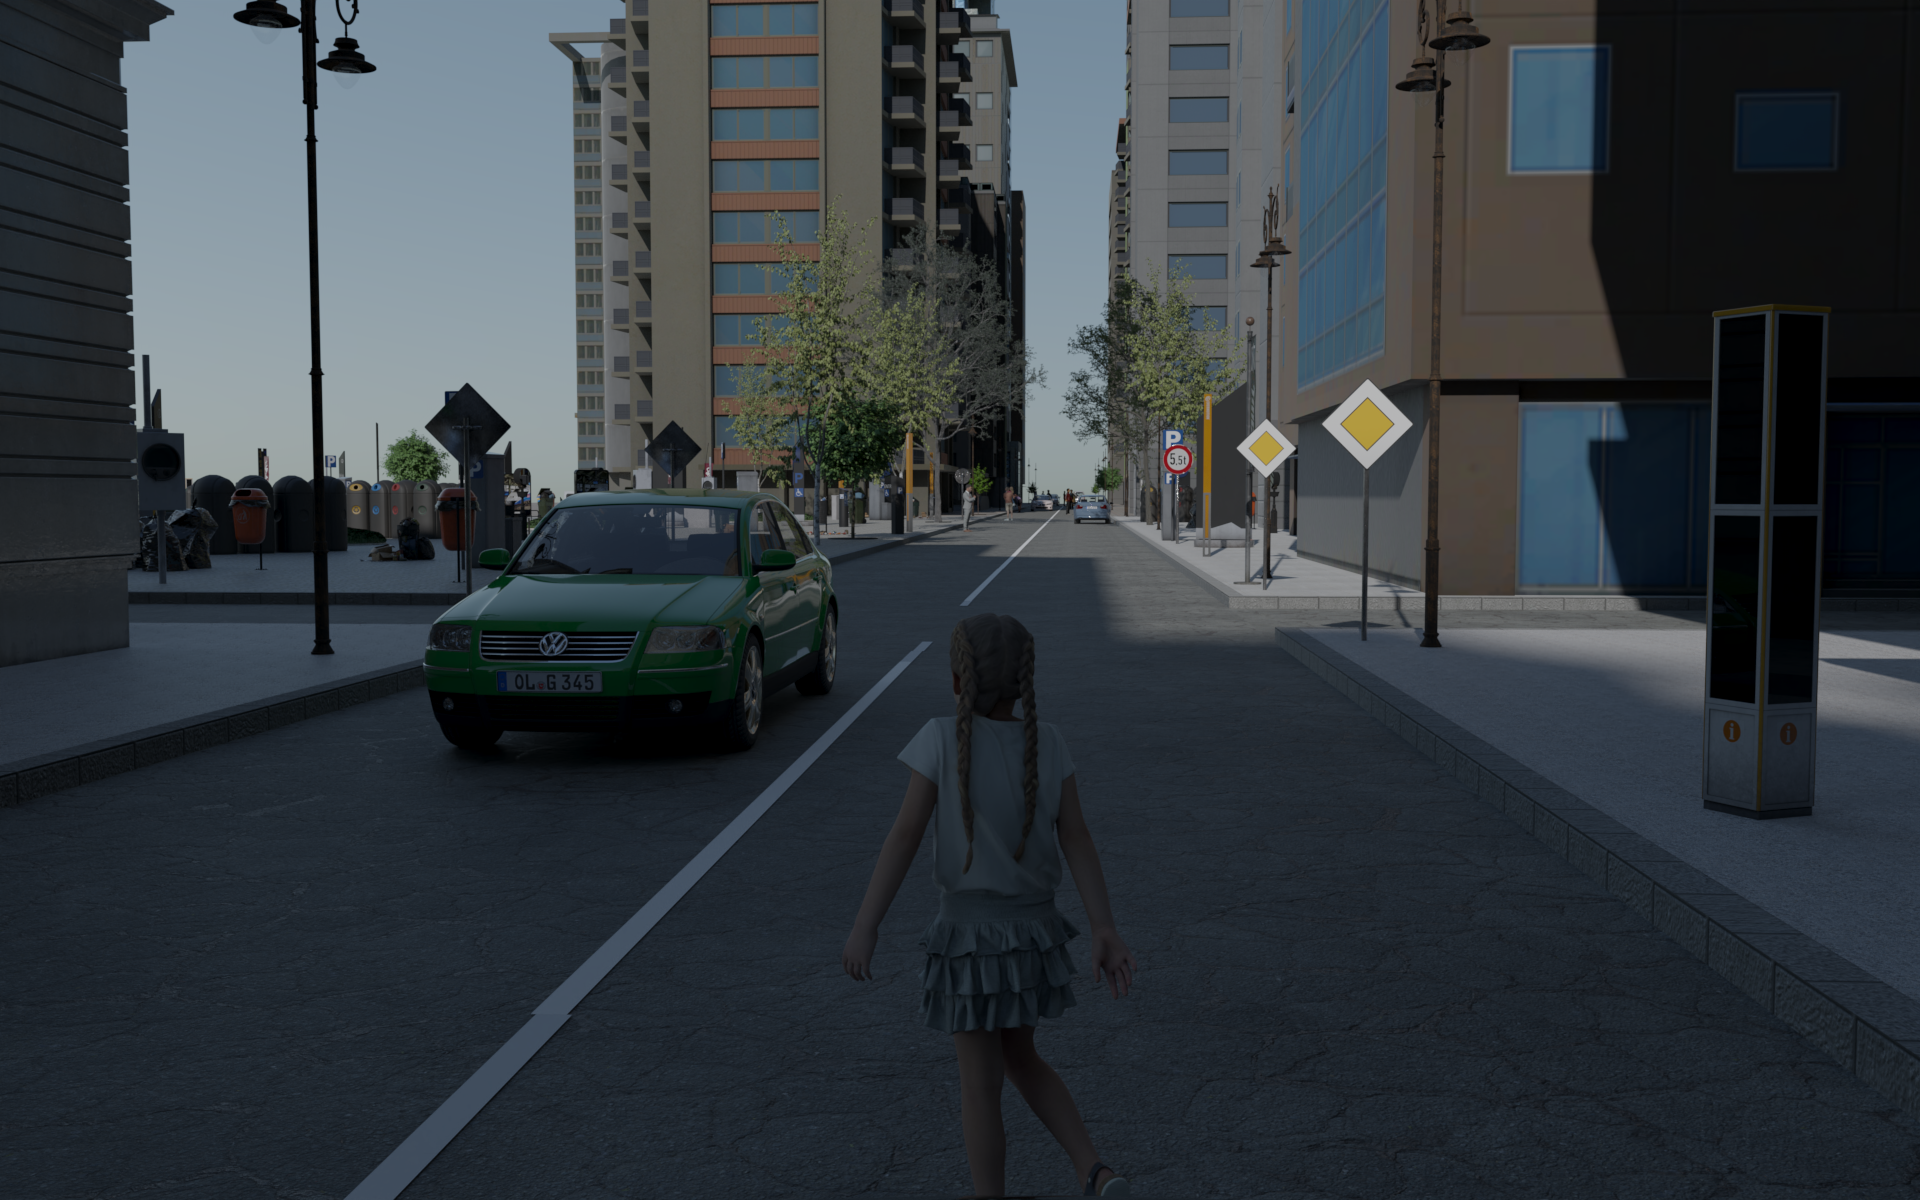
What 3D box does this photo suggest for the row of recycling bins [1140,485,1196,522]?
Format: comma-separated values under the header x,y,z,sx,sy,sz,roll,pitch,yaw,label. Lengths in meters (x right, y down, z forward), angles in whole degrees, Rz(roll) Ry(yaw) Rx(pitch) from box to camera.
x,y,z,sx,sy,sz,roll,pitch,yaw,label
9.778,-4.383,78.779,3.534,1.692,1.069,3,4,36,row of recycling bins

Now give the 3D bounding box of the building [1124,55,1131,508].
x,y,z,sx,sy,sz,roll,pitch,yaw,label
22.709,-29.424,164.672,14.154,41.232,14.086,0,4,4,building

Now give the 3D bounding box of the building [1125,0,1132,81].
x,y,z,sx,sy,sz,roll,pitch,yaw,label
24.734,-29.837,142.455,22.147,44.769,28.867,0,4,4,building

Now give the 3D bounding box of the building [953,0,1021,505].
x,y,z,sx,sy,sz,roll,pitch,yaw,label
-2.964,-55.810,225.170,22.319,86.520,31.000,0,4,4,building

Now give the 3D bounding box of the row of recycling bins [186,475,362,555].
x,y,z,sx,sy,sz,roll,pitch,yaw,label
-15.000,-1.880,37.844,1.069,1.692,3.534,3,4,36,row of recycling bins

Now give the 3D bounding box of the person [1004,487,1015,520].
x,y,z,sx,sy,sz,roll,pitch,yaw,label
2.714,-5.245,94.236,0.573,1.828,0.580,3,4,38,person

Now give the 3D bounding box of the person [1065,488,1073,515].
x,y,z,sx,sy,sz,roll,pitch,yaw,label
7.509,-6.803,119.699,0.705,1.831,1.348,2,4,25,person

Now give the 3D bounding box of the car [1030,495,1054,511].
x,y,z,sx,sy,sz,roll,pitch,yaw,label
6.915,-8.207,146.546,2.083,1.381,4.827,0,4,3,car

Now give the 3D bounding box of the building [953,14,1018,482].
x,y,z,sx,sy,sz,roll,pitch,yaw,label
-8.205,-37.179,197.116,28.713,52.752,27.495,0,4,4,building

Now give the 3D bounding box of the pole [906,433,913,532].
x,y,z,sx,sy,sz,roll,pitch,yaw,label
-1.697,-3.933,58.143,0.158,3.312,0.155,0,3,0,pole

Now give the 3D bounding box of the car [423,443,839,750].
x,y,z,sx,sy,sz,roll,pitch,yaw,label
-1.911,-0.144,11.145,1.959,1.807,4.718,0,4,5,car

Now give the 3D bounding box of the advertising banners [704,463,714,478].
x,y,z,sx,sy,sz,roll,pitch,yaw,label
-14.859,-6.191,97.413,2.074,3.025,0.090,0,4,7,advertising banners

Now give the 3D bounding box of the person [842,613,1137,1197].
x,y,z,sx,sy,sz,roll,pitch,yaw,label
0.051,0.633,3.161,0.505,1.210,0.382,-2,4,-24,person

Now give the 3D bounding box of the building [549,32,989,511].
x,y,z,sx,sy,sz,roll,pitch,yaw,label
-14.042,-27.443,140.582,32.217,40.220,23.993,0,4,4,building

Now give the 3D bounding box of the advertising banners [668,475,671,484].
x,y,z,sx,sy,sz,roll,pitch,yaw,label
-8.111,-3.126,47.297,0.090,3.025,2.074,-2,4,-24,advertising banners

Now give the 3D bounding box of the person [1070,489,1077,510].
x,y,z,sx,sy,sz,roll,pitch,yaw,label
10.280,-9.298,160.153,1.348,1.869,0.705,3,4,36,person

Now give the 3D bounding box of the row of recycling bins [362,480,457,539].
x,y,z,sx,sy,sz,roll,pitch,yaw,label
-16.399,-2.638,50.246,3.534,1.692,1.069,2,4,28,row of recycling bins

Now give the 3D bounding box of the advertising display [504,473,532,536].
x,y,z,sx,sy,sz,roll,pitch,yaw,label
-13.623,-2.936,53.217,0.123,1.923,0.974,3,5,45,advertising display

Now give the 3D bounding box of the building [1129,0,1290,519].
x,y,z,sx,sy,sz,roll,pitch,yaw,label
21.745,-34.948,113.400,21.231,58.520,28.212,0,4,4,building

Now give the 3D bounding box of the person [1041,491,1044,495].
x,y,z,sx,sy,sz,roll,pitch,yaw,label
9.693,-11.815,201.756,0.705,1.814,1.350,-1,4,-23,person

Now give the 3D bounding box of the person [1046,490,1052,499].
x,y,z,sx,sy,sz,roll,pitch,yaw,label
8.822,-10.100,173.262,0.705,1.869,1.348,3,5,43,person

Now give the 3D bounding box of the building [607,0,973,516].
x,y,z,sx,sy,sz,roll,pitch,yaw,label
-10.648,-28.076,113.660,22.147,44.769,28.867,0,4,4,building

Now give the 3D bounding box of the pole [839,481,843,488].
x,y,z,sx,sy,sz,roll,pitch,yaw,label
-4.859,-4.712,70.885,0.158,3.312,0.155,0,3,0,pole

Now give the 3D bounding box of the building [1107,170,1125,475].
x,y,z,sx,sy,sz,roll,pitch,yaw,label
31.827,-38.005,245.090,21.300,48.544,21.600,0,4,4,building

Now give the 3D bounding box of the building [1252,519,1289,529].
x,y,z,sx,sy,sz,roll,pitch,yaw,label
22.648,-32.566,74.458,21.231,58.520,28.212,0,4,4,building

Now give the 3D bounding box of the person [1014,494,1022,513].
x,y,z,sx,sy,sz,roll,pitch,yaw,label
4.462,-7.437,133.320,0.697,1.427,0.421,2,4,26,person

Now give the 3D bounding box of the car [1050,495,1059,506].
x,y,z,sx,sy,sz,roll,pitch,yaw,label
11.393,-12.425,215.513,2.083,1.381,4.827,0,4,5,car

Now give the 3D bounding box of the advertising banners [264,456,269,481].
x,y,z,sx,sy,sz,roll,pitch,yaw,label
-32.490,-5.152,80.421,0.090,3.025,2.074,-3,5,-44,advertising banners

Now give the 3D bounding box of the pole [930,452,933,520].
x,y,z,sx,sy,sz,roll,pitch,yaw,label
-1.389,-5.571,84.932,0.158,3.312,0.155,0,3,0,pole

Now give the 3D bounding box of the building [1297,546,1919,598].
x,y,z,sx,sy,sz,roll,pitch,yaw,label
13.109,-23.025,26.570,14.200,45.320,14.600,0,4,4,building

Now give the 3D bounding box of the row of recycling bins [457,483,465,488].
x,y,z,sx,sy,sz,roll,pitch,yaw,label
-18.410,-3.451,63.536,1.069,1.692,3.534,0,4,7,row of recycling bins

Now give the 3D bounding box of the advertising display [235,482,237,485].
x,y,z,sx,sy,sz,roll,pitch,yaw,label
-38.446,-5.380,93.175,0.974,1.923,0.123,-3,5,-39,advertising display

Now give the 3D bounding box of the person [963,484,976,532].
x,y,z,sx,sy,sz,roll,pitch,yaw,label
0.359,-3.473,65.463,0.466,1.800,0.511,0,4,8,person

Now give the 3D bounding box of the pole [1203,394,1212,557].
x,y,z,sx,sy,sz,roll,pitch,yaw,label
5.056,-2.542,35.403,0.158,3.312,0.155,0,3,0,pole

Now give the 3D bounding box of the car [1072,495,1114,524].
x,y,z,sx,sy,sz,roll,pitch,yaw,label
6.454,-4.419,84.261,2.014,1.417,4.499,0,4,6,car

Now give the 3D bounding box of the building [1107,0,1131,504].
x,y,z,sx,sy,sz,roll,pitch,yaw,label
29.573,-47.983,222.765,20.563,71.187,20.611,0,4,4,building

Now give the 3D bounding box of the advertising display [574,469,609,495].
x,y,z,sx,sy,sz,roll,pitch,yaw,label
-9.663,-2.462,45.473,0.974,1.923,0.123,-3,5,-41,advertising display

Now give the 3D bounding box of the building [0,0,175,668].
x,y,z,sx,sy,sz,roll,pitch,yaw,label
-17.012,-10.606,9.559,21.152,22.565,11.583,0,4,4,building

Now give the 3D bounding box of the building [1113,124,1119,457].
x,y,z,sx,sy,sz,roll,pitch,yaw,label
28.857,-33.287,198.872,22.147,44.769,28.867,0,4,4,building

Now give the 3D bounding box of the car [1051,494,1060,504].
x,y,z,sx,sy,sz,roll,pitch,yaw,label
13.776,-14.906,255.505,2.131,1.459,4.920,0,4,2,car

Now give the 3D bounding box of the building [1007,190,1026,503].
x,y,z,sx,sy,sz,roll,pitch,yaw,label
2.310,-36.610,248.685,14.600,45.320,14.200,0,4,4,building

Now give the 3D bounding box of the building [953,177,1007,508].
x,y,z,sx,sy,sz,roll,pitch,yaw,label
-2.924,-23.768,160.307,14.160,30.474,14.107,0,4,4,building
